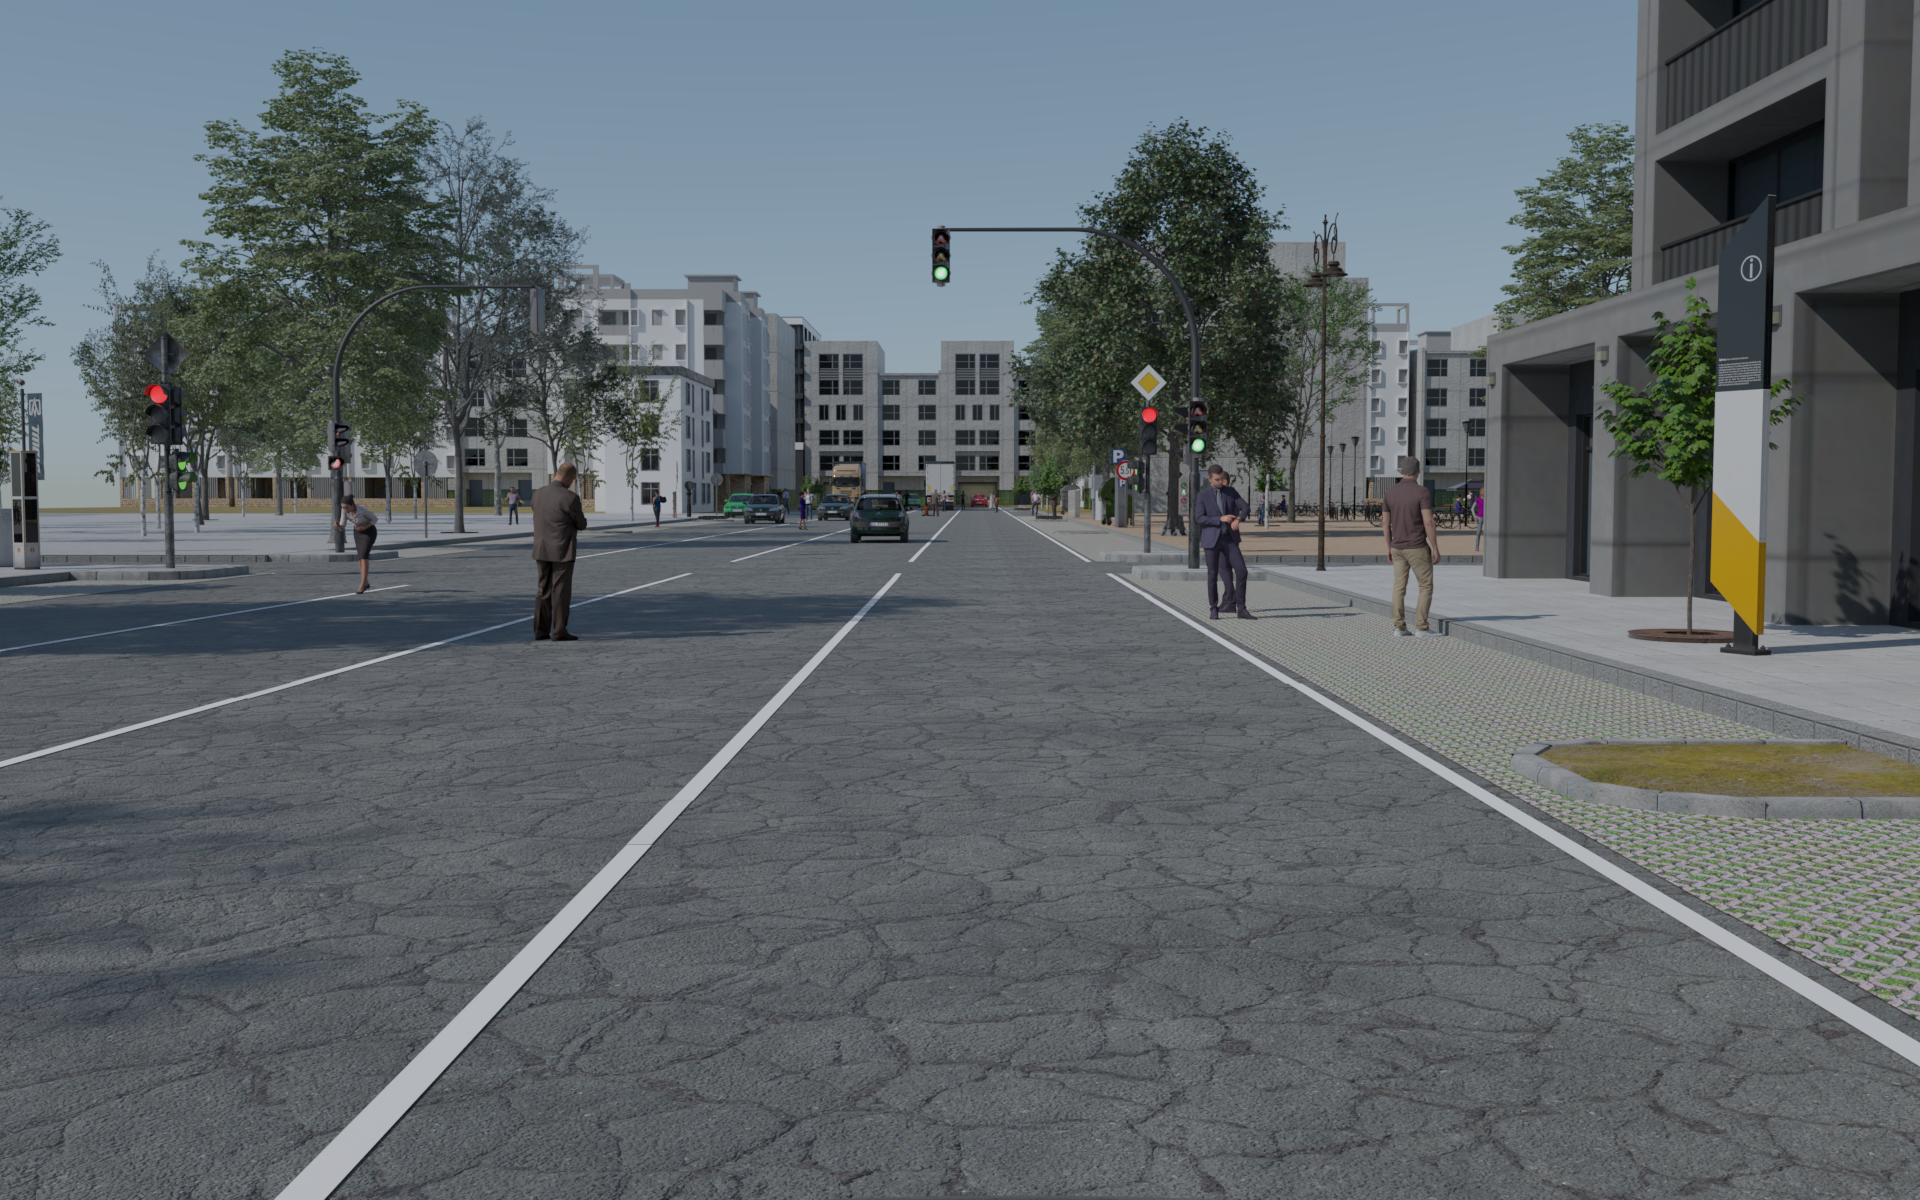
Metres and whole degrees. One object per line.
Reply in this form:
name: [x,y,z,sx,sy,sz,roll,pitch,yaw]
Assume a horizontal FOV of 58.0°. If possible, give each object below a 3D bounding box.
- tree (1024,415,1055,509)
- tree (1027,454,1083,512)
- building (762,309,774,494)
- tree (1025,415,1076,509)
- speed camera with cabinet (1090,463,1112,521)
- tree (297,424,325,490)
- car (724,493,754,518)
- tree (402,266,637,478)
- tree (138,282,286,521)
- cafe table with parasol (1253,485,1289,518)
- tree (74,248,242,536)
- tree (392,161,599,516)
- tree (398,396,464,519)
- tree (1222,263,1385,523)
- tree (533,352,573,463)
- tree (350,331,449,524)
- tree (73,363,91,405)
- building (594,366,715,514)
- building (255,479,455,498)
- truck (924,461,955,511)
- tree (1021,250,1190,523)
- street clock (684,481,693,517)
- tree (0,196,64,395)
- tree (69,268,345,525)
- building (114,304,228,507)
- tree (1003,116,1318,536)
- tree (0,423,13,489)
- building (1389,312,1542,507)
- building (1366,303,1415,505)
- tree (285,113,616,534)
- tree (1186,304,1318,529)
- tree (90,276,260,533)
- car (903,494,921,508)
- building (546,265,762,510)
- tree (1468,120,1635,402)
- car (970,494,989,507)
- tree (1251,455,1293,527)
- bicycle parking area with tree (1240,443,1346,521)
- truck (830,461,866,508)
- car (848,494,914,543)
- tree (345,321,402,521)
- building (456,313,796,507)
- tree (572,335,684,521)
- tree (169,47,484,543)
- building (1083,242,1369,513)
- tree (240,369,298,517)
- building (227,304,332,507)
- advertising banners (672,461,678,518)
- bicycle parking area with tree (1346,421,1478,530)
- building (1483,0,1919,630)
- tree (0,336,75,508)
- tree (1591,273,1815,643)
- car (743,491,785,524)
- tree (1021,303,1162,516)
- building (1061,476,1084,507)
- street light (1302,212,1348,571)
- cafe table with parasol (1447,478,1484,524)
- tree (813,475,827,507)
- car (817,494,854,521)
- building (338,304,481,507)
tree: [7.389,-12.369,152.588,4.360,8.622,3.978,0,3,0]
tree: [7.435,-8.674,125.538,4.285,4.588,4.351,0,3,0]
building: [-25.549,-18.535,159.472,16.016,20.091,11.380,0,4,1]
tree: [7.324,-11.836,143.878,4.737,8.622,4.395,0,3,0]
speed camera with cabinet: [6.771,-5.423,83.004,0.660,3.252,2.038,-1,4,-9]
tree: [-42.644,-9.861,111.583,4.360,8.622,3.978,0,3,0]
car: [-12.920,-5.755,102.897,1.959,1.807,4.718,0,4,0]
tree: [-16.709,-8.360,71.095,7.601,10.594,8.767,2,4,27]
tree: [-36.744,-9.687,84.143,9.928,11.665,9.643,0,3,0]
cafe table with parasol: [17.054,-5.503,94.836,2.610,1.966,2.610,-2,4,-27]
tree: [-24.828,-6.254,52.612,4.360,8.622,3.978,0,3,0]
tree: [-27.529,-14.974,100.706,12.611,20.169,13.585,0,3,0]
tree: [-27.516,-8.414,87.932,4.360,8.622,3.978,0,3,0]
tree: [14.955,-9.245,76.915,9.928,11.665,9.643,0,3,0]
tree: [-19.416,-8.419,88.010,4.737,8.622,4.395,0,3,0]
tree: [-24.238,-7.553,73.849,4.737,8.622,4.395,0,3,0]
tree: [-30.048,-6.960,64.155,4.737,8.622,4.395,0,3,0]
building: [-22.581,-11.341,127.579,9.099,9.664,28.070,0,4,1]
building: [-66.373,-20.899,208.160,31.486,18.905,16.747,0,4,1]
truck: [-1.771,-10.043,153.120,2.839,4.237,11.283,0,4,-1]
tree: [6.600,-9.677,76.346,7.486,12.596,7.792,0,3,0]
street clock: [-15.081,-5.614,96.354,0.358,2.002,0.471,2,4,35]
tree: [-33.082,-7.906,55.023,9.928,11.665,9.643,0,3,0]
tree: [-31.732,-8.389,71.577,7.601,10.594,8.767,2,4,29]
building: [-77.783,-19.717,178.795,11.380,20.091,16.016,0,4,1]
tree: [6.541,-8.315,52.950,9.611,12.733,9.660,0,3,0]
tree: [-63.731,-8.650,104.336,20.602,7.101,11.467,2,4,26]
building: [60.729,-18.984,176.838,31.486,18.905,16.747,0,4,1]
building: [38.681,-19.670,178.021,11.380,20.091,16.016,0,4,1]
tree: [-16.338,-8.920,56.212,12.009,13.543,11.850,0,3,0]
tree: [11.263,-6.961,64.174,4.360,8.622,3.978,0,3,0]
tree: [-25.448,-6.563,57.665,4.737,8.622,4.395,0,3,0]
car: [-4.972,-10.462,179.852,1.959,1.807,4.718,0,4,-1]
building: [-25.831,-17.788,147.256,16.016,20.091,11.380,0,4,1]
tree: [19.808,-8.296,53.768,7.486,12.596,7.792,0,3,0]
car: [2.108,-10.911,187.439,2.155,1.783,4.494,0,4,2]
tree: [12.139,-4.538,68.803,1.663,3.219,1.824,0,3,0]
bicycle parking area with tree: [17.078,-6.098,86.712,8.231,4.147,9.016,2,4,24]
truck: [-9.617,-9.867,150.243,2.839,4.237,11.283,0,4,-1]
car: [-2.406,-2.597,52.249,2.009,1.686,4.222,0,4,-1]
tree: [-26.901,-8.944,80.648,8.767,10.594,7.601,1,4,9]
building: [-33.563,-19.060,178.096,31.486,18.905,16.747,0,4,1]
tree: [-15.180,-7.998,81.122,4.737,8.622,4.395,0,3,0]
tree: [-16.430,-7.770,45.166,7.486,12.596,7.792,0,3,0]
building: [18.682,-16.130,130.176,16.747,18.905,31.486,0,4,1]
tree: [-40.304,-8.948,96.662,4.360,8.622,3.978,0,3,0]
building: [-66.372,-19.712,178.703,11.380,20.091,16.016,0,4,1]
advertising banners: [-15.441,-5.977,93.908,0.090,3.025,2.074,-1,4,-16]
bicycle parking area with tree: [19.807,-4.802,65.513,9.016,4.147,8.231,1,4,19]
building: [18.270,-35.244,14.500,20.563,71.187,20.611,0,4,1]
tree: [-42.247,-7.670,75.765,4.737,8.622,4.395,0,3,0]
tree: [6.386,-1.271,15.381,1.663,3.219,1.824,0,3,0]
car: [-9.494,-4.551,84.190,2.009,1.686,4.222,0,4,-1]
tree: [7.968,-11.785,99.342,9.857,13.997,8.962,0,3,0]
building: [15.121,-14.082,172.391,9.099,9.664,28.070,0,4,1]
street light: [6.036,-3.424,28.777,0.468,5.910,1.993,0,4,1]
cafe table with parasol: [22.230,-4.288,74.972,2.610,1.966,2.610,-2,4,-30]
tree: [-14.460,-11.085,175.837,1.663,3.219,1.824,0,3,0]
car: [-6.735,-5.161,94.165,2.009,1.686,4.222,0,4,2]
building: [-54.994,-19.696,178.444,11.380,20.091,16.016,0,4,1]
